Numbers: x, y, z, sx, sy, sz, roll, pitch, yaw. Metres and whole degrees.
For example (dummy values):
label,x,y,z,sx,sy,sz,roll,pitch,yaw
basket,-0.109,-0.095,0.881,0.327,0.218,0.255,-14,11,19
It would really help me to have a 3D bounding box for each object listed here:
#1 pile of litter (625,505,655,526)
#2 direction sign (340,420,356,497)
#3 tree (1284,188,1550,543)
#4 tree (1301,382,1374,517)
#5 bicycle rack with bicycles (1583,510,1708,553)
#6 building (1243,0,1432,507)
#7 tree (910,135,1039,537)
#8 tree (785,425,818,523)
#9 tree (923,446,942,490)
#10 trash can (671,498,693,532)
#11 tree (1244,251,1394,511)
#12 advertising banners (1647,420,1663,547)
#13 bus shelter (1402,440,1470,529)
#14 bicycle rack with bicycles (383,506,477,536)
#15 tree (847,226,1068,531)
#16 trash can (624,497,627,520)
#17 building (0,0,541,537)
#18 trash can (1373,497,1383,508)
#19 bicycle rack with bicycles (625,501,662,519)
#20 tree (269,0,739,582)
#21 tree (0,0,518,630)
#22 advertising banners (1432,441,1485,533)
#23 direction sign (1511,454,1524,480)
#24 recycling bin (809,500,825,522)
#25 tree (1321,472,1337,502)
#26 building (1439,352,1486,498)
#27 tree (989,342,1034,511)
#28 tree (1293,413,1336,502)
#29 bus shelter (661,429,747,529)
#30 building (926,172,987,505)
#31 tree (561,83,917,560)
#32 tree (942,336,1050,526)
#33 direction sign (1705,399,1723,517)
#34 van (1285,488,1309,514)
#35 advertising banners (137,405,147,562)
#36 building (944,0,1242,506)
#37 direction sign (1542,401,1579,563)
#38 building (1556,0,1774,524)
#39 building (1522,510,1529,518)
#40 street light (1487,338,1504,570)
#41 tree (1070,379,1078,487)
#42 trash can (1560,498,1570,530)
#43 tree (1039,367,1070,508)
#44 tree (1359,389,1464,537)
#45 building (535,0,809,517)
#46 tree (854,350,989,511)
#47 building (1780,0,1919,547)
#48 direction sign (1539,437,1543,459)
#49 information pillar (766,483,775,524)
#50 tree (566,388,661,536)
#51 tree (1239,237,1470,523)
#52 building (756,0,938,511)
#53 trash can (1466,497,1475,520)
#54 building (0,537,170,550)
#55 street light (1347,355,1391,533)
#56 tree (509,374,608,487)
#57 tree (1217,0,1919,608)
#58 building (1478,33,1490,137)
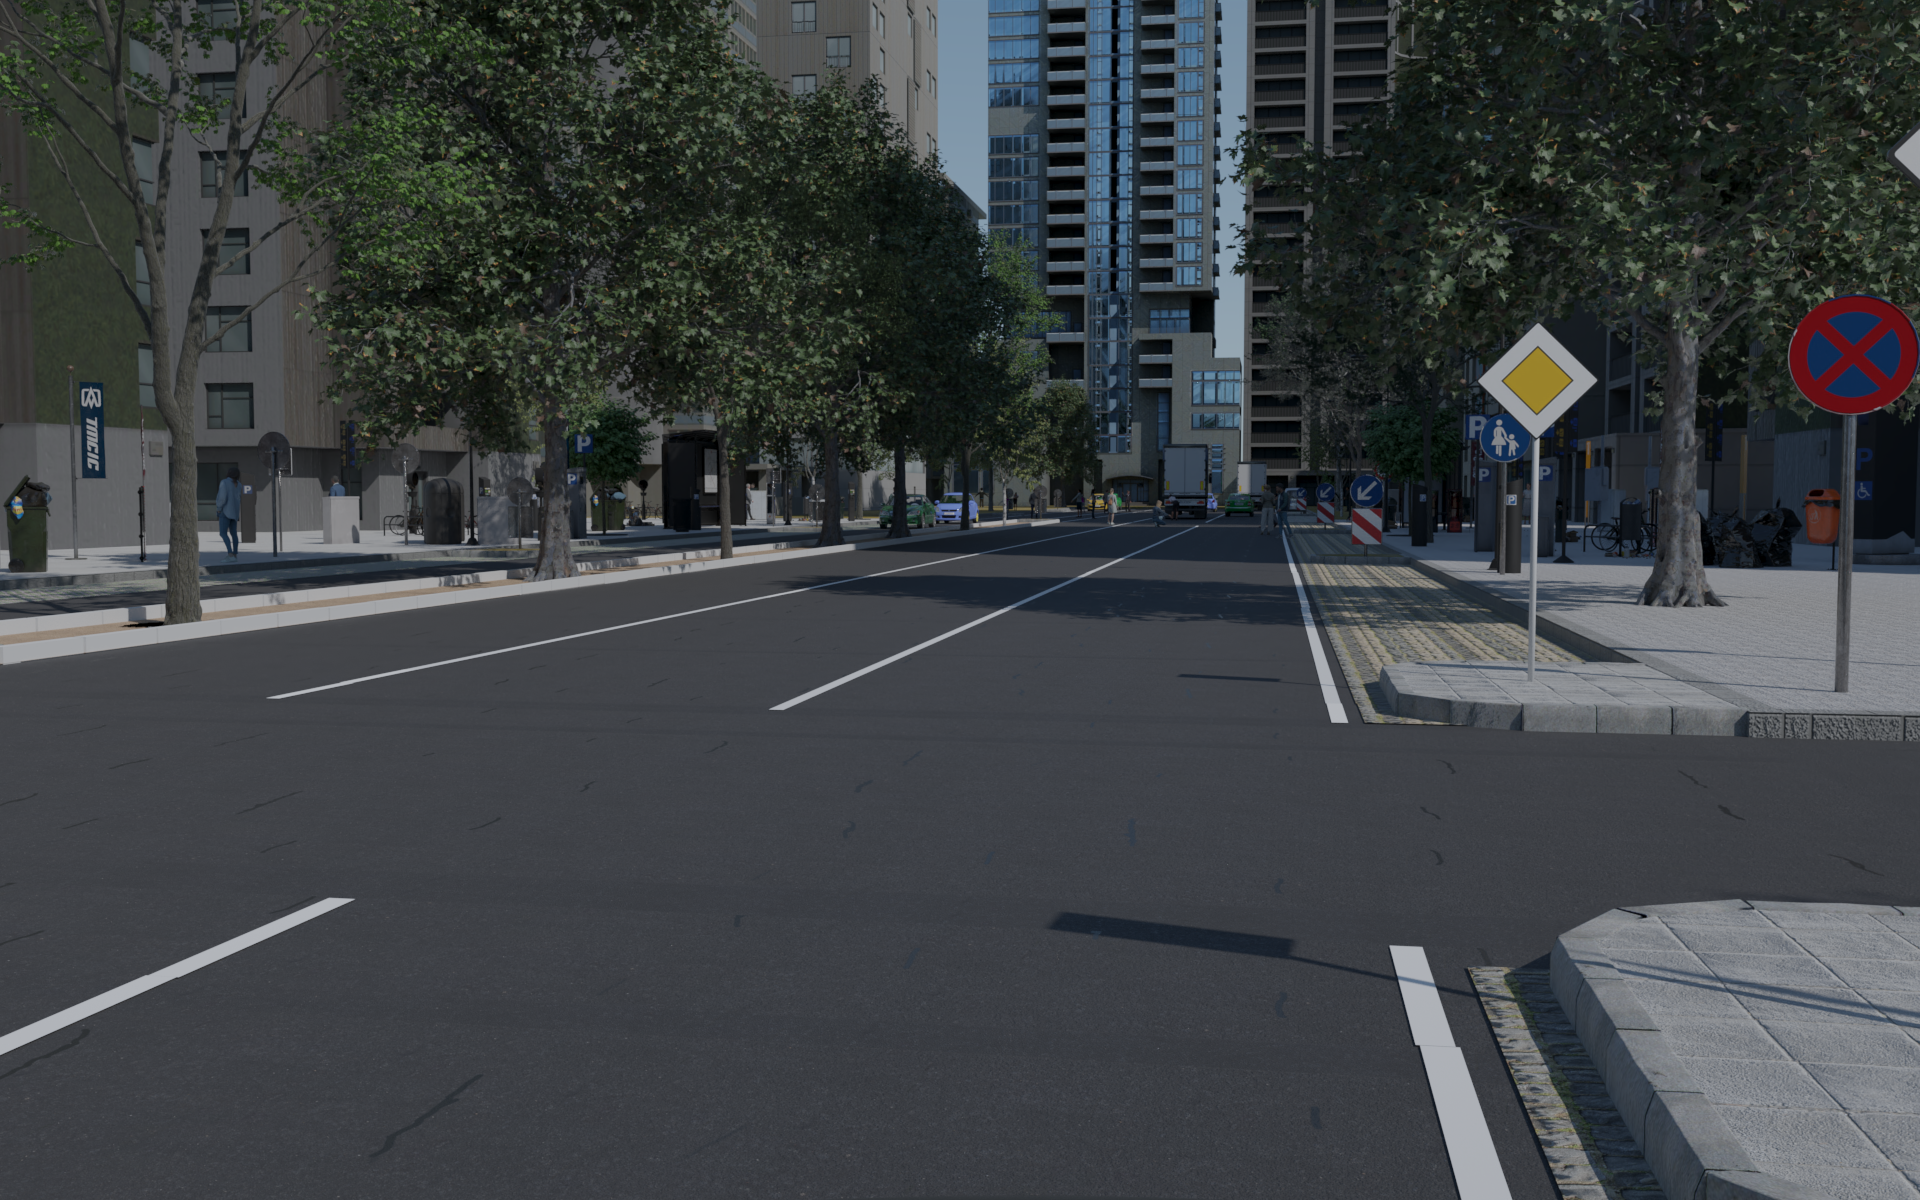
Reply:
label,x,y,z,sx,sy,sz,roll,pitch,yaw
pile of litter,-12.899,-3.397,69.506,1.176,0.858,1.719,-2,4,-25
direction sign,-18.771,-3.742,53.175,0.876,3.537,0.379,3,5,42
tree,11.993,-6.775,45.187,7.601,10.594,8.767,-1,4,-14
tree,21.549,-9.027,97.957,4.360,8.622,3.978,0,3,0
bicycle rack with bicycles,15.064,-1.519,38.219,2.852,0.926,2.925,-2,4,-29
building,41.187,-45.717,185.729,20.611,71.187,20.563,1,4,10
tree,-3.405,-7.737,45.965,9.611,12.733,9.660,0,3,0
tree,-6.444,-7.730,76.747,4.360,8.622,3.978,0,3,0
tree,-0.946,-9.680,108.630,4.737,8.622,4.395,0,3,0
trash can,-9.377,-2.862,58.445,0.748,1.137,0.748,0,3,0
tree,27.294,-16.647,128.063,12.611,20.169,13.585,0,3,0
advertising banners,16.838,-2.796,41.898,0.090,3.025,2.074,1,4,15
bus shelter,16.370,-4.054,60.213,2.014,3.302,5.546,1,4,10
bicycle rack with bicycles,-16.568,-2.463,53.649,2.925,0.926,2.852,2,4,23
tree,0.270,-8.455,66.450,9.928,11.665,9.643,0,3,0
trash can,-16.378,-4.377,83.215,0.748,1.137,0.748,0,3,0
building,-25.032,-17.852,63.578,14.160,30.474,14.107,1,4,10
trash can,19.060,-4.095,78.601,0.748,1.137,0.748,0,3,0
bicycle rack with bicycles,-16.872,-4.600,88.587,2.925,0.926,2.852,2,4,34
tree,-6.585,-6.643,28.071,9.611,12.733,9.660,0,3,0
tree,-8.284,-5.502,18.164,9.928,11.665,9.643,0,3,0
advertising banners,16.346,-3.736,57.276,2.074,3.025,0.090,1,4,12
direction sign,26.542,-5.536,82.511,0.379,3.537,0.876,-1,4,-17
recycling bin,-6.420,-4.087,79.371,0.722,1.027,0.722,3,4,37
tree,29.215,-8.789,138.309,1.663,3.219,1.824,0,3,0
building,48.135,-16.709,118.229,27.650,21.520,28.899,1,4,10
tree,1.907,-12.904,129.101,7.486,12.596,7.792,0,3,0
tree,30.302,-11.984,146.307,4.737,8.622,4.395,0,3,0
bus shelter,-9.541,-4.574,66.075,1.731,3.624,6.357,1,4,10
building,-10.892,-31.097,200.315,23.993,40.220,32.217,1,4,10
tree,-4.860,-6.108,36.735,8.767,10.594,7.601,1,4,10
tree,1.920,-7.432,74.333,4.737,8.622,4.395,0,3,0
direction sign,17.934,-3.012,41.245,0.876,3.537,0.379,-3,5,-43
van,23.033,-6.865,119.257,2.013,2.044,4.112,1,4,11
advertising banners,-15.749,-2.273,33.350,0.090,3.025,2.074,-1,4,-23
building,15.523,-53.686,190.439,31.000,86.520,22.319,1,4,10
direction sign,11.267,-2.461,32.231,0.876,3.537,0.379,-3,5,-44
building,37.102,-38.639,69.994,20.563,71.187,20.611,1,4,10
building,40.775,-28.680,92.625,21.300,48.544,21.600,1,4,10
street light,8.541,-3.462,29.142,1.470,5.913,1.316,1,4,10
tree,9.750,-15.187,165.320,9.611,12.733,9.660,0,3,0
trash can,20.234,-2.872,58.613,0.748,1.137,0.748,0,3,0
tree,-1.930,-8.336,55.758,9.611,12.733,9.660,0,3,0
tree,13.817,-4.228,52.841,4.285,4.588,4.351,0,3,0
building,-25.891,-25.338,106.164,32.217,40.220,23.993,1,4,10
tree,-2.946,-10.965,97.411,7.486,12.596,7.792,0,3,0
building,29.313,-16.833,46.915,14.160,30.474,14.107,1,4,10
direction sign,13.205,-2.863,38.809,0.379,3.537,0.876,-3,5,-39
information pillar,-8.028,-4.220,73.491,0.304,2.012,0.304,1,4,13
tree,-10.987,-4.284,53.754,4.285,4.588,4.351,0,3,0
tree,17.714,-10.199,77.119,12.009,13.543,11.850,0,3,0
building,-17.084,-33.990,144.982,27.495,52.752,28.713,1,4,10
trash can,24.349,-4.344,82.678,0.748,1.137,0.748,0,3,0
building,-28.180,-16.262,37.587,14.160,30.474,14.107,1,4,10
street light,13.699,-5.213,57.780,1.470,5.913,1.316,1,4,10
tree,-14.709,-6.990,64.654,4.737,8.622,4.395,0,3,0
tree,8.209,-6.274,19.586,9.611,12.733,9.660,0,3,0
building,46.650,-29.971,140.136,14.600,45.320,14.200,1,4,10
